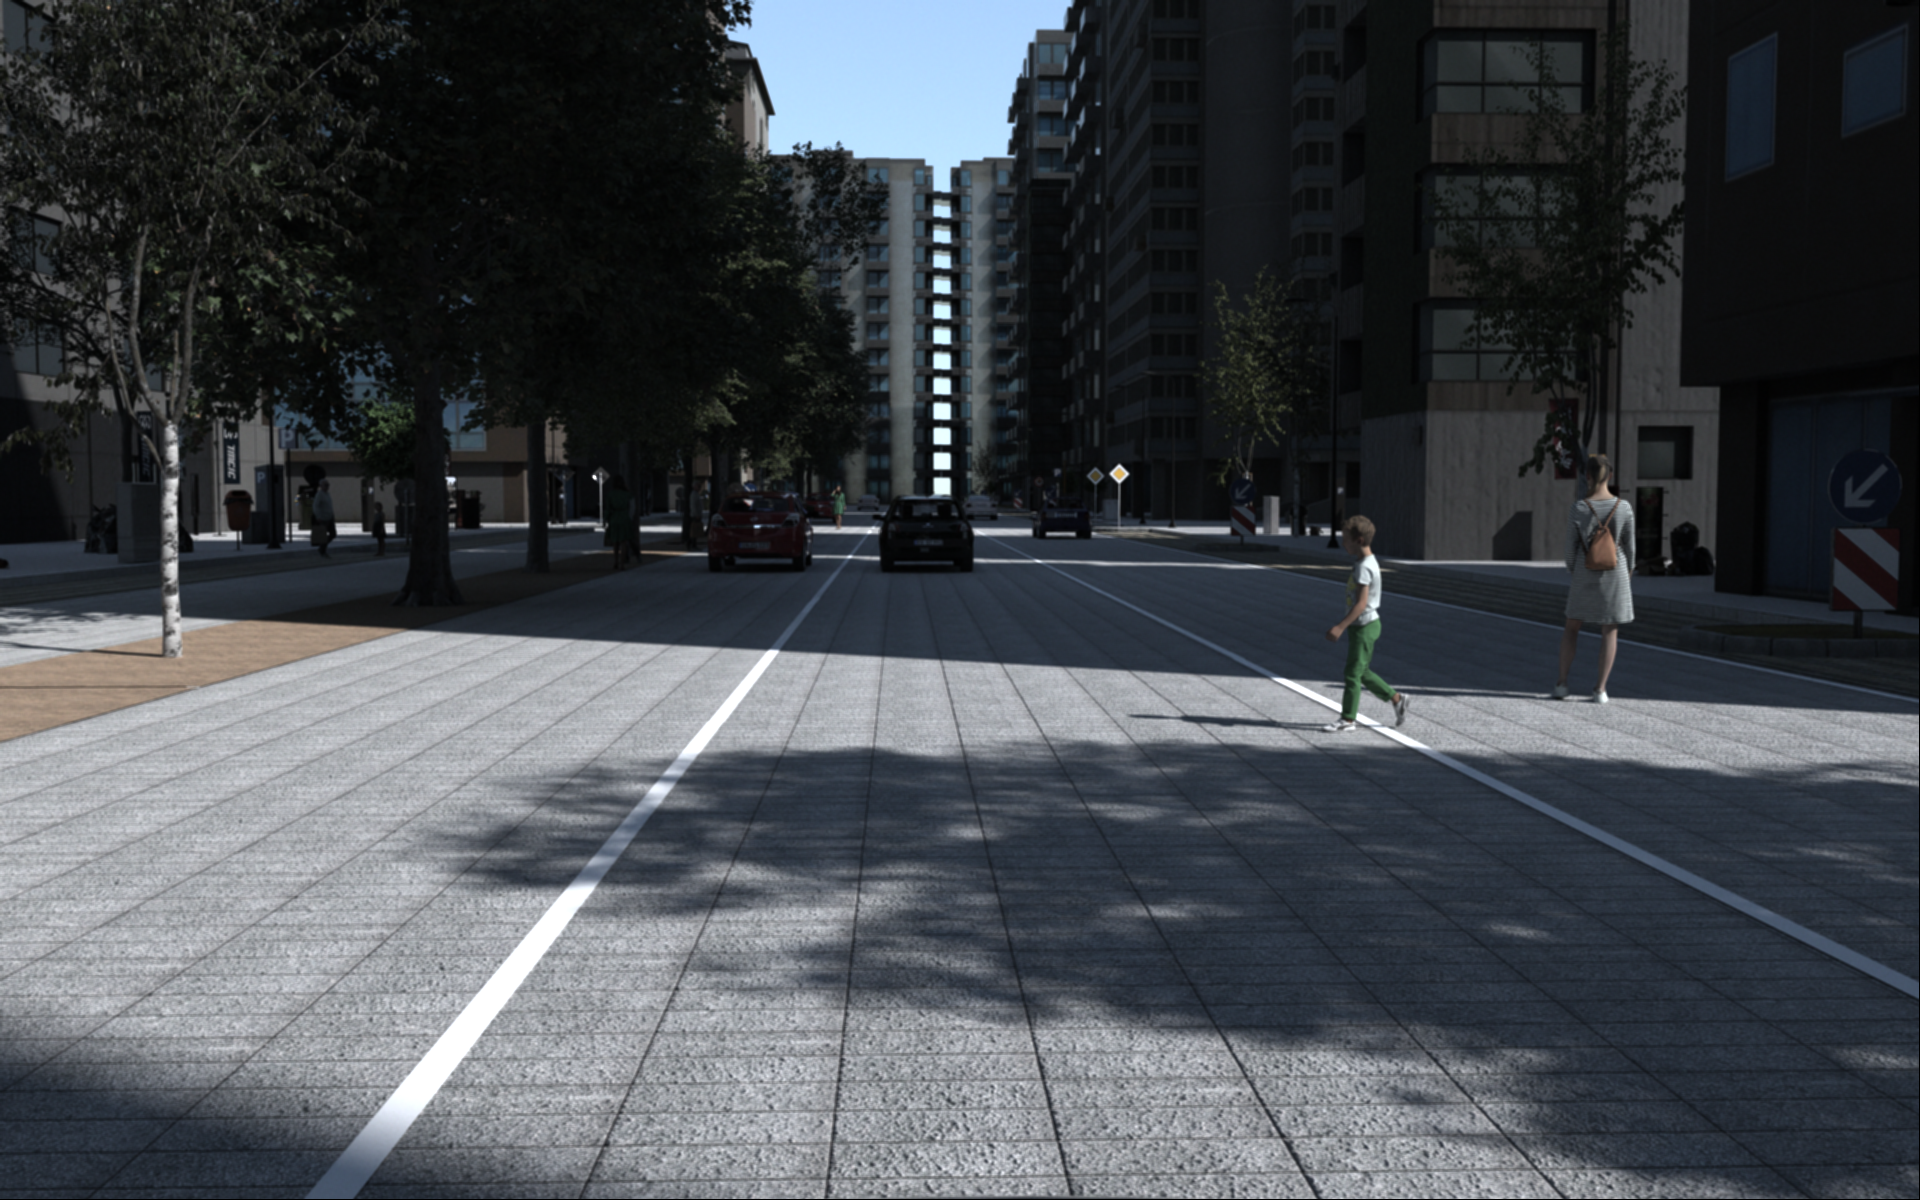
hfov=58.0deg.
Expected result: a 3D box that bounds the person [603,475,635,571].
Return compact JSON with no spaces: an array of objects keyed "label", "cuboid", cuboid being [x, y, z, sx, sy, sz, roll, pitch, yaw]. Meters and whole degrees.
[{"label":"person","cuboid":[-6.394,-1.450,32.459,0.600,1.795,0.529,-1,4,-12]}]

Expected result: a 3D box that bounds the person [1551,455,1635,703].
[{"label":"person","cuboid":[4.384,-0.148,11.924,0.512,1.701,0.522,1,4,8]}]

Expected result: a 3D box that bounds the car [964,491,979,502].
[{"label":"car","cuboid":[1.454,-11.315,193.790,1.959,1.807,4.718,0,4,-2]}]

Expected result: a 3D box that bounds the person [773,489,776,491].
[{"label":"person","cuboid":[-22.025,-12.189,205.331,0.705,1.824,1.348,1,4,13]}]

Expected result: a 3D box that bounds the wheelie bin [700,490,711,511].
[{"label":"wheelie bin","cuboid":[-19.355,-7.570,131.678,0.980,1.594,0.693,3,5,44]}]

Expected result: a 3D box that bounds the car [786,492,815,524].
[{"label":"car","cuboid":[-4.941,-2.296,47.137,1.945,1.707,3.694,0,4,-3]}]

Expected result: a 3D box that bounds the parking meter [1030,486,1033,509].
[{"label":"parking meter","cuboid":[5.335,-7.572,129.516,0.255,1.863,0.399,0,4,5]}]

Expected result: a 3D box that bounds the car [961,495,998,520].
[{"label":"car","cuboid":[1.107,-5.168,96.859,2.083,1.381,4.827,0,4,-2]}]

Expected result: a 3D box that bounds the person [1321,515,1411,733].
[{"label":"person","cuboid":[2.466,0.140,10.453,0.590,1.304,0.306,-1,4,-11]}]

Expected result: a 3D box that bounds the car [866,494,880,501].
[{"label":"car","cuboid":[-10.005,-11.159,194.455,2.014,1.417,4.499,0,4,0]}]

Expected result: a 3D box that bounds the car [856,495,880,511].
[{"label":"car","cuboid":[-8.089,-8.562,152.345,2.083,1.381,4.827,0,4,-4]}]

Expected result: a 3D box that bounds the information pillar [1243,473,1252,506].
[{"label":"information pillar","cuboid":[10.133,-3.461,61.083,0.304,2.012,0.304,1,4,12]}]

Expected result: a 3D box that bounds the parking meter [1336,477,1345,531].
[{"label":"parking meter","cuboid":[13.096,-3.317,59.945,0.399,1.863,0.255,-1,4,-11]}]

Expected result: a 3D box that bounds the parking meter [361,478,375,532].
[{"label":"parking meter","cuboid":[-19.901,-3.211,58.211,0.255,1.863,0.399,1,4,22]}]

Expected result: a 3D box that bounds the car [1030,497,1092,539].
[{"label":"car","cuboid":[3.303,-2.693,56.604,1.945,1.354,3.894,0,4,-1]}]

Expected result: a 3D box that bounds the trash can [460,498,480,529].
[{"label":"trash can","cuboid":[-17.913,-3.164,63.379,0.748,1.137,0.748,0,3,0]}]

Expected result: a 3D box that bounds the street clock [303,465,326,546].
[{"label":"street clock","cuboid":[-15.847,-2.324,42.567,0.471,2.002,0.358,0,4,-3]}]

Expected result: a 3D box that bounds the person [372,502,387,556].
[{"label":"person","cuboid":[-13.302,-1.619,39.640,0.362,1.253,0.373,3,5,39]}]

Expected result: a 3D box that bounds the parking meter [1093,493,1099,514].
[{"label":"parking meter","cuboid":[8.923,-6.416,113.309,0.372,1.533,0.369,0,3,0]}]

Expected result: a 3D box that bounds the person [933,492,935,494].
[{"label":"person","cuboid":[-3.620,-13.489,229.874,0.721,1.723,1.217,0,4,7]}]

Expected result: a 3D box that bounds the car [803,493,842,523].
[{"label":"car","cuboid":[-6.887,-4.707,85.993,2.155,1.783,4.494,0,4,-1]}]

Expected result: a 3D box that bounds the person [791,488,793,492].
[{"label":"person","cuboid":[-11.726,-6.798,119.445,0.447,1.846,0.655,1,4,14]}]

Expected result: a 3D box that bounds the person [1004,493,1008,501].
[{"label":"person","cuboid":[5.727,-13.419,226.161,1.217,1.735,0.721,3,4,37]}]

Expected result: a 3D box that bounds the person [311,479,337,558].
[{"label":"person","cuboid":[-14.114,-1.792,38.280,0.515,1.767,0.782,0,4,7]}]

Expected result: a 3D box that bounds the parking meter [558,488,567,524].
[{"label":"parking meter","cuboid":[-17.126,-4.049,74.610,0.372,1.533,0.369,0,3,0]}]

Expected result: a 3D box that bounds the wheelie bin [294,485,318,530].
[{"label":"wheelie bin","cuboid":[-23.026,-3.268,61.344,0.980,1.594,0.693,-2,4,-34]}]

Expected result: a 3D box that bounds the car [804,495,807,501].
[{"label":"car","cuboid":[-16.339,-10.594,185.568,2.083,1.381,4.827,0,4,-2]}]

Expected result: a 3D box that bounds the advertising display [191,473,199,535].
[{"label":"advertising display","cuboid":[-23.956,-2.999,54.253,0.123,1.923,0.974,-2,4,-30]}]

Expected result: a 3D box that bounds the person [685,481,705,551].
[{"label":"person","cuboid":[-6.685,-2.116,43.588,0.515,1.767,0.782,-1,4,-8]}]

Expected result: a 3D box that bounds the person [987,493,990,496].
[{"label":"person","cuboid":[3.226,-13.031,219.069,1.348,1.831,0.705,0,4,1]}]

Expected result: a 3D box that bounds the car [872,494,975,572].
[{"label":"car","cuboid":[-0.680,-1.436,33.257,2.009,1.686,4.222,0,4,-3]}]

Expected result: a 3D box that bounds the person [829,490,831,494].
[{"label":"person","cuboid":[-9.312,-7.015,123.867,0.731,1.740,0.598,3,4,37]}]

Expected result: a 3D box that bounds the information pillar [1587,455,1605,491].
[{"label":"information pillar","cuboid":[11.871,-1.712,32.485,0.304,2.012,0.304,0,4,-2]}]

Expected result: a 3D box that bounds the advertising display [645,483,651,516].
[{"label":"advertising display","cuboid":[-18.250,-5.876,101.285,0.123,1.923,0.974,0,4,2]}]

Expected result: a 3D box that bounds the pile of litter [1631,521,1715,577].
[{"label":"pile of litter","cuboid":[11.245,-0.827,27.481,1.719,0.858,1.176,-1,4,-19]}]

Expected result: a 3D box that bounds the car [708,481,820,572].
[{"label":"car","cuboid":[-3.812,-1.496,33.493,2.155,1.783,4.494,0,4,-2]}]

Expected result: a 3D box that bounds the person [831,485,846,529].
[{"label":"person","cuboid":[-4.962,-3.795,70.788,0.600,1.795,0.529,0,4,1]}]

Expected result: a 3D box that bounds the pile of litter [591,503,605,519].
[{"label":"pile of litter","cuboid":[-18.795,-4.723,91.194,1.176,0.858,1.719,-2,4,-34]}]

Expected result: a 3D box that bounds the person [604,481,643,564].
[{"label":"person","cuboid":[-6.929,-1.619,35.463,0.782,1.767,0.515,2,4,30]}]

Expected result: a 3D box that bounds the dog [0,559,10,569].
[{"label":"dog","cuboid":[-16.657,-0.736,29.773,0.550,0.427,0.748,-2,4,-33]}]

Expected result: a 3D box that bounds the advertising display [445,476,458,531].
[{"label":"advertising display","cuboid":[-17.992,-3.368,60.281,0.974,1.923,0.123,-2,4,-31]}]
